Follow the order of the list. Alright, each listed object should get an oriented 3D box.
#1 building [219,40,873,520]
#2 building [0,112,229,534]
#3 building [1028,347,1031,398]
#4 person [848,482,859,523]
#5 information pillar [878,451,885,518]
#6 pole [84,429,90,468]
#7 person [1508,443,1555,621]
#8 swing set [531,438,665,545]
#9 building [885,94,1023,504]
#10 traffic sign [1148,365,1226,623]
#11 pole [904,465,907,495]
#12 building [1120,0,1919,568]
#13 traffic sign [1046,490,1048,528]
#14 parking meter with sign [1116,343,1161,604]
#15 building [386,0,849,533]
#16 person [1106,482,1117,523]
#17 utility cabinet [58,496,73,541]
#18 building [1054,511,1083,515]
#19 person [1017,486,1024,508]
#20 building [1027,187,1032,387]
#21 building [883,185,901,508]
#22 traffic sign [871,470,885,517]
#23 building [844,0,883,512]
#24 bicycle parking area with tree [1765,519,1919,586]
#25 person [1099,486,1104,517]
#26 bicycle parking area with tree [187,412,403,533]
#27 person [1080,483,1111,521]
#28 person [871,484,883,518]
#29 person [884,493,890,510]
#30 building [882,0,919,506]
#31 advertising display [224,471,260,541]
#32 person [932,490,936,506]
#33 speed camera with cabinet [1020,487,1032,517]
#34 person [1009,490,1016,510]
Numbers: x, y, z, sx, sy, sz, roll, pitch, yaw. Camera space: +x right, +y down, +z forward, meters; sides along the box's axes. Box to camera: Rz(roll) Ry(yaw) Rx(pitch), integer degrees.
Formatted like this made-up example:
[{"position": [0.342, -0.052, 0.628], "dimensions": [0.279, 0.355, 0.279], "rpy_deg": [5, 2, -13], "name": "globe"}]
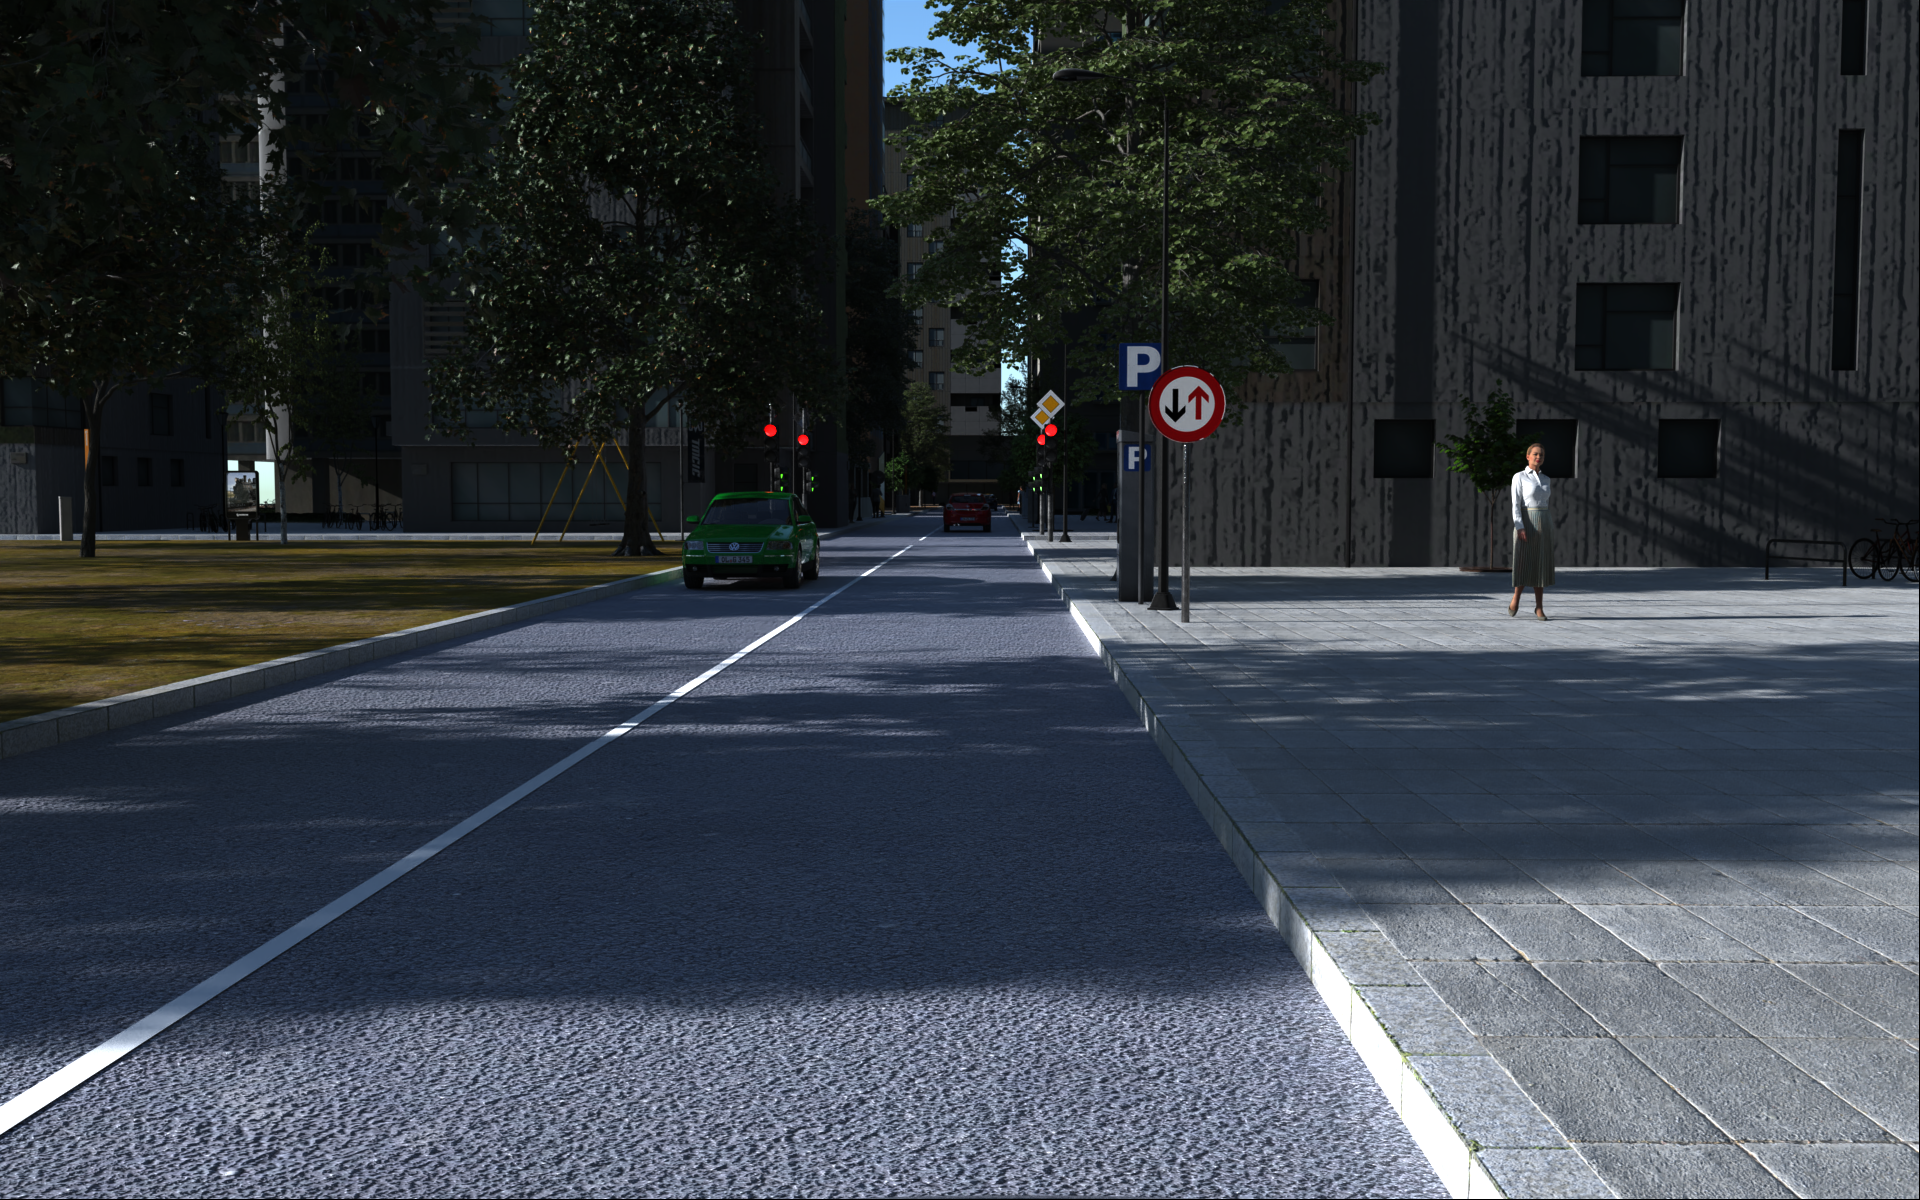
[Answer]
[{"position": [-21.281, -24.482, 92.160], "dimensions": [32.217, 40.220, 23.993], "rpy_deg": [0, 4, 1], "name": "building"}, {"position": [-36.029, -17.709, 61.248], "dimensions": [14.107, 30.474, 14.160], "rpy_deg": [0, 4, 1], "name": "building"}, {"position": [21.577, -21.047, 189.158], "dimensions": [27.650, 21.520, 28.899], "rpy_deg": [0, 4, 1], "name": "building"}, {"position": [-4.696, -4.297, 76.482], "dimensions": [0.537, 1.800, 0.526], "rpy_deg": [-2, 4, -30], "name": "person"}, {"position": [-4.309, -6.327, 94.799], "dimensions": [0.183, 3.616, 0.504], "rpy_deg": [3, 4, 37], "name": "information pillar"}, {"position": [-27.354, -3.706, 54.433], "dimensions": [0.158, 3.312, 0.155], "rpy_deg": [0, 3, 0], "name": "pole"}, {"position": [5.837, -0.703, 17.766], "dimensions": [0.478, 1.798, 0.641], "rpy_deg": [0, 4, -4], "name": "person"}, {"position": [-9.357, -2.885, 44.785], "dimensions": [2.862, 2.851, 3.119], "rpy_deg": [0, 4, 1], "name": "swing set"}, {"position": [-5.320, -39.131, 229.036], "dimensions": [27.495, 52.752, 28.713], "rpy_deg": [0, 4, 1], "name": "building"}, {"position": [2.252, -1.047, 17.223], "dimensions": [0.768, 2.556, 0.104], "rpy_deg": [1, 4, 10], "name": "traffic sign"}, {"position": [-3.824, -7.849, 122.166], "dimensions": [0.158, 3.312, 0.155], "rpy_deg": [0, 3, 0], "name": "pole"}, {"position": [10.297, -16.182, 36.279], "dimensions": [14.160, 30.474, 14.107], "rpy_deg": [0, 4, 1], "name": "building"}, {"position": [3.254, -3.961, 64.873], "dimensions": [0.768, 2.556, 0.104], "rpy_deg": [1, 4, 10], "name": "traffic sign"}, {"position": [2.140, -1.506, 20.885], "dimensions": [0.543, 3.016, 1.738], "rpy_deg": [0, 4, 2], "name": "parking meter with sign"}, {"position": [-11.674, -23.169, 62.405], "dimensions": [14.154, 41.232, 14.086], "rpy_deg": [0, 4, 1], "name": "building"}, {"position": [6.903, -4.338, 77.150], "dimensions": [0.721, 1.800, 0.419], "rpy_deg": [3, 5, 42], "name": "person"}, {"position": [-24.633, -2.236, 47.728], "dimensions": [0.306, 1.237, 1.020], "rpy_deg": [-2, 4, -30], "name": "utility cabinet"}, {"position": [15.742, -30.066, 115.277], "dimensions": [21.300, 48.544, 21.600], "rpy_deg": [0, 4, 1], "name": "building"}, {"position": [4.062, -6.571, 113.567], "dimensions": [0.616, 1.811, 0.778], "rpy_deg": [0, 4, -4], "name": "person"}, {"position": [15.861, -34.984, 222.099], "dimensions": [14.200, 45.320, 14.600], "rpy_deg": [0, 4, 1], "name": "building"}, {"position": [-12.879, -23.835, 161.402], "dimensions": [14.160, 30.474, 14.107], "rpy_deg": [0, 4, 1], "name": "building"}, {"position": [-4.405, -5.682, 93.001], "dimensions": [0.768, 2.556, 0.104], "rpy_deg": [0, 4, 3], "name": "traffic sign"}, {"position": [-12.647, -28.671, 118.889], "dimensions": [14.600, 45.320, 14.200], "rpy_deg": [0, 4, 1], "name": "building"}, {"position": [15.962, -2.211, 23.155], "dimensions": [8.231, 4.147, 9.016], "rpy_deg": [0, 4, 4], "name": "bicycle parking area with tree"}, {"position": [8.104, -5.603, 97.928], "dimensions": [0.520, 1.790, 0.573], "rpy_deg": [2, 4, 24], "name": "person"}, {"position": [-23.488, -4.573, 61.774], "dimensions": [8.231, 4.147, 9.016], "rpy_deg": [-1, 4, -17], "name": "bicycle parking area with tree"}, {"position": [6.527, -4.711, 83.281], "dimensions": [1.509, 1.804, 0.699], "rpy_deg": [0, 4, -2], "name": "person"}, {"position": [-4.462, -5.281, 92.567], "dimensions": [0.592, 1.802, 0.473], "rpy_deg": [1, 4, 18], "name": "person"}, {"position": [-6.237, -8.141, 139.116], "dimensions": [1.348, 1.831, 0.705], "rpy_deg": [-1, 4, -13], "name": "person"}, {"position": [-20.333, -53.737, 191.269], "dimensions": [31.000, 86.520, 22.319], "rpy_deg": [0, 4, 1], "name": "building"}, {"position": [-19.725, -2.593, 47.611], "dimensions": [0.974, 1.923, 0.123], "rpy_deg": [1, 4, 11], "name": "advertising display"}, {"position": [-2.979, -11.404, 193.444], "dimensions": [0.436, 1.711, 0.756], "rpy_deg": [3, 5, 41], "name": "person"}, {"position": [3.831, -6.374, 98.553], "dimensions": [0.660, 3.252, 2.038], "rpy_deg": [0, 4, -8], "name": "speed camera with cabinet"}, {"position": [4.327, -8.289, 143.032], "dimensions": [0.593, 1.643, 0.415], "rpy_deg": [0, 4, 1], "name": "person"}]
